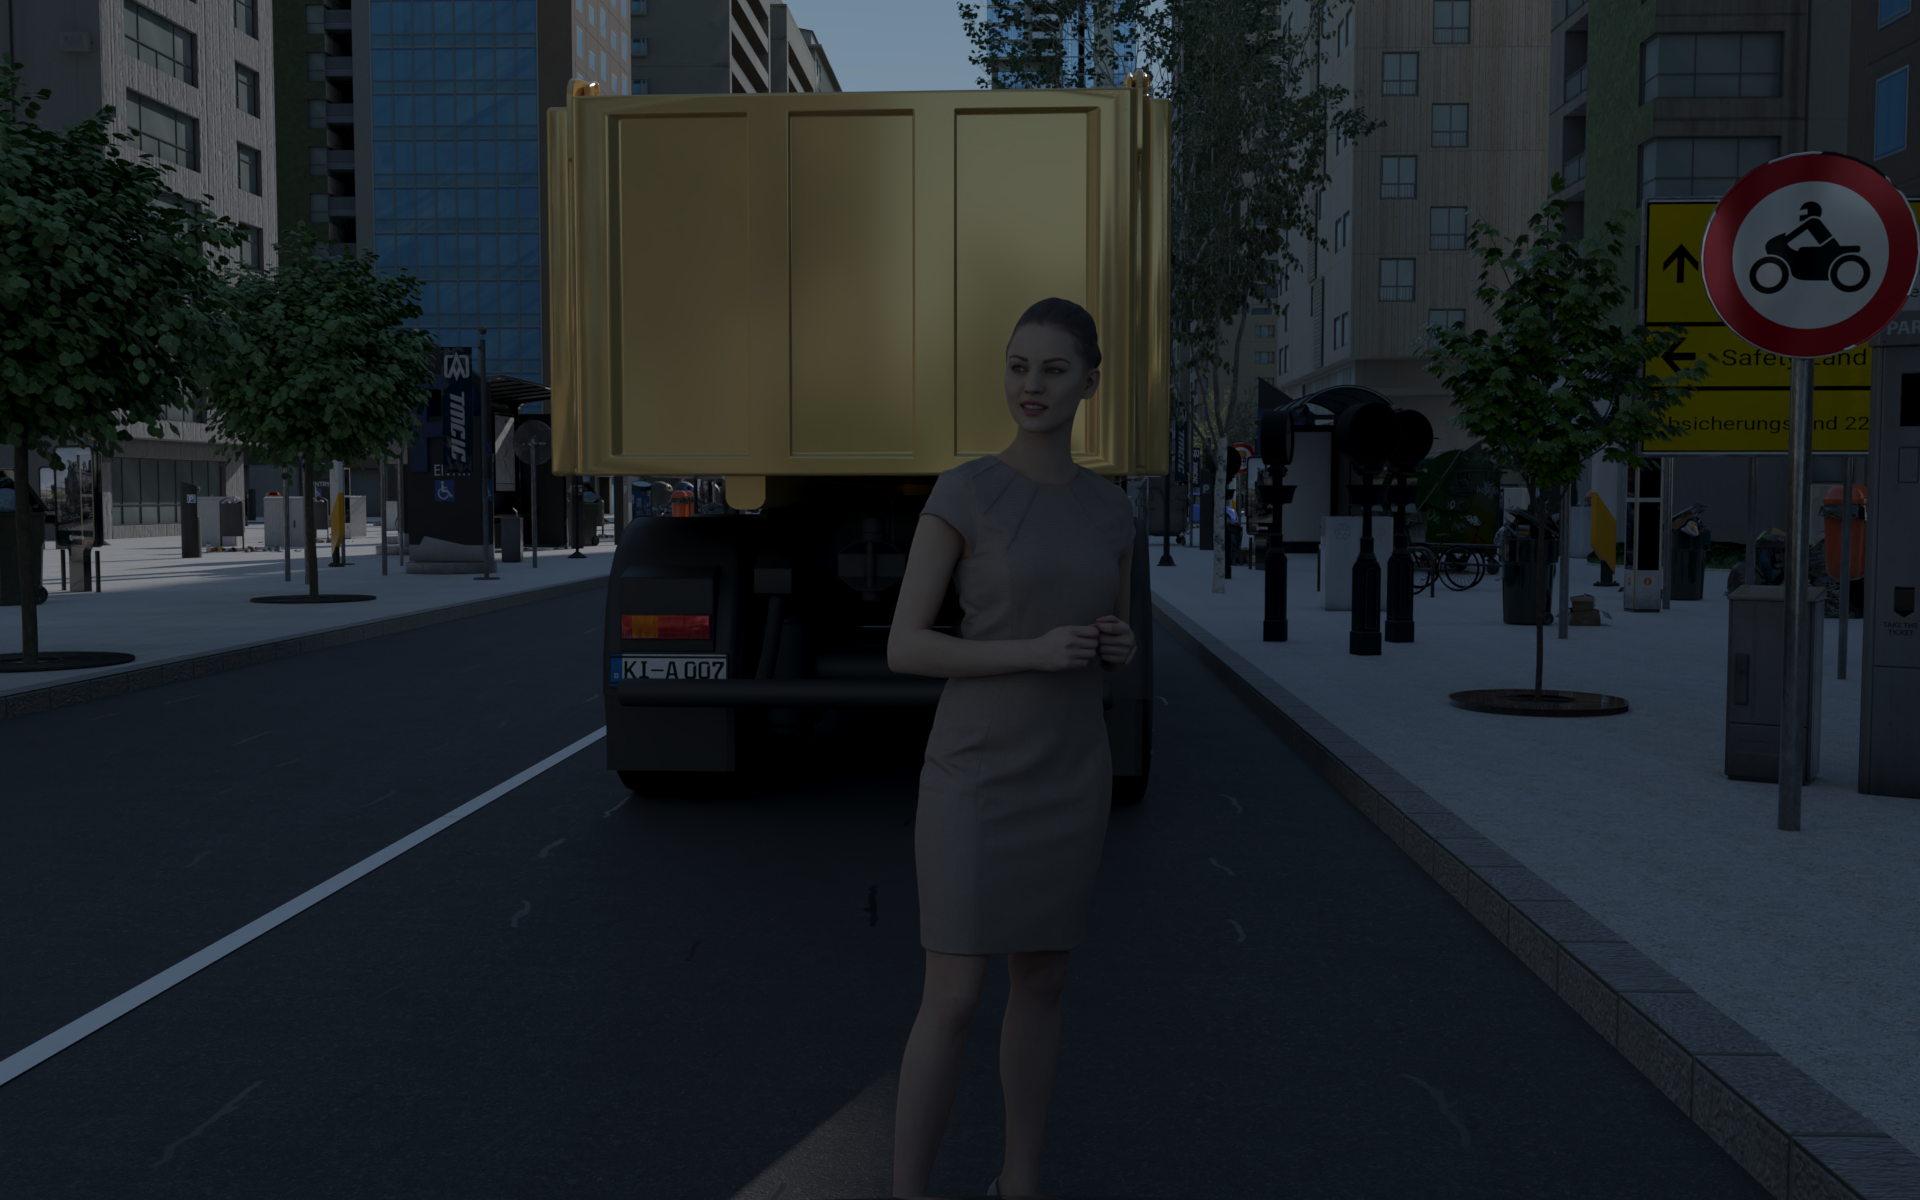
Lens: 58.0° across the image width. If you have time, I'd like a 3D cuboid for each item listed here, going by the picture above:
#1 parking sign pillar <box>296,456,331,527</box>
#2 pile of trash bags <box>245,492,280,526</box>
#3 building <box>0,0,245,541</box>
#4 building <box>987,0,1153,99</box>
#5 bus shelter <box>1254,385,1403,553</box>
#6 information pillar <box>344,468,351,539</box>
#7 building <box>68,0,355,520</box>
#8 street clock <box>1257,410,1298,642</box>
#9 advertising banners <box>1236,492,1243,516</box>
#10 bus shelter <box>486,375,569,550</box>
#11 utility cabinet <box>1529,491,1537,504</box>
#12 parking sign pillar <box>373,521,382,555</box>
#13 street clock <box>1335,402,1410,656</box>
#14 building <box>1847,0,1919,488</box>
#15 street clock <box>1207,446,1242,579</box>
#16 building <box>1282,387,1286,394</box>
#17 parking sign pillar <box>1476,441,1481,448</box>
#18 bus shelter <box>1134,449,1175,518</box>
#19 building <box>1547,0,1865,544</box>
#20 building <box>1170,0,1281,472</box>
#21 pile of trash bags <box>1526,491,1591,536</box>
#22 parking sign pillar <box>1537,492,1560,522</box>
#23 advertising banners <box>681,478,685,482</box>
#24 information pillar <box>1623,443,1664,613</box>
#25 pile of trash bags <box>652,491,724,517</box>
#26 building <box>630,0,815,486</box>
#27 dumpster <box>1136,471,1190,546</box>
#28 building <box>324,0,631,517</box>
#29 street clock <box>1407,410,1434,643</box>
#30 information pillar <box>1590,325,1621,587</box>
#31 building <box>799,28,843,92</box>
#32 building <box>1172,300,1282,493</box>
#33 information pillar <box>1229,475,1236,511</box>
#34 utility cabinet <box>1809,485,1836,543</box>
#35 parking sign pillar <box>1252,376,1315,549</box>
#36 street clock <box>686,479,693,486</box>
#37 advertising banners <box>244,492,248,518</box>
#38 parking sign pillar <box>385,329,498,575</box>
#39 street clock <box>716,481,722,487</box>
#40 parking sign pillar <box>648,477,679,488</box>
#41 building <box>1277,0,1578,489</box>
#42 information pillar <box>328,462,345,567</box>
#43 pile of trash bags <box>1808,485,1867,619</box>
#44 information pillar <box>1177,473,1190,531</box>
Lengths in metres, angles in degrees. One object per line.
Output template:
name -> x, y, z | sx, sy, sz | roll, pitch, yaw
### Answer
parking sign pillar -> -25.199, -4.843, 67.660 | 1.447, 3.967, 1.447 | -2, 4, -33
pile of trash bags -> -29.096, -3.660, 69.593 | 3.447, 1.369, 1.912 | -2, 4, -27
building -> -29.854, -17.250, 53.740 | 14.107, 30.474, 14.160 | 0, 4, 2
building -> 15.801, -58.012, 261.170 | 31.000, 86.520, 22.319 | 0, 4, 2
bus shelter -> 7.280, -2.505, 34.876 | 2.014, 3.302, 5.546 | 0, 4, 2
information pillar -> -17.484, -2.726, 49.068 | 0.304, 2.012, 0.304 | 1, 4, 18
building -> -40.938, -20.172, 101.519 | 14.107, 30.474, 14.160 | 0, 4, 2
street clock -> 2.753, -0.642, 15.059 | 0.358, 2.002, 0.471 | 1, 4, 20
advertising banners -> 14.688, -6.117, 96.205 | 2.074, 3.025, 0.090 | 1, 4, 9
bus shelter -> -9.753, -2.812, 37.265 | 1.731, 3.624, 6.357 | 0, 4, 2
utility cabinet -> 23.011, -3.731, 69.686 | 0.318, 1.500, 1.173 | -2, 4, -26
parking sign pillar -> -11.714, -2.959, 36.849 | 1.447, 3.967, 1.447 | -2, 4, -24
street clock -> 3.239, -0.563, 13.776 | 0.471, 2.002, 0.358 | -1, 4, -16
building -> 24.301, -23.007, 26.269 | 14.600, 45.320, 14.200 | 0, 4, 2
street clock -> 3.988, -1.321, 26.172 | 0.471, 2.002, 0.358 | -1, 4, -17
building -> 32.148, -29.294, 129.064 | 14.600, 45.320, 14.200 | 0, 4, 2
parking sign pillar -> 25.211, -5.964, 85.976 | 1.447, 3.967, 1.447 | 1, 4, 23
bus shelter -> 7.478, -4.652, 69.988 | 2.014, 3.302, 5.546 | 0, 4, 2
building -> 24.291, -22.319, 48.510 | 14.154, 41.232, 14.086 | 0, 4, 2
building -> 33.734, -46.889, 204.894 | 20.563, 71.187, 20.611 | 0, 4, 2
pile of trash bags -> 14.001, -1.834, 39.746 | 1.912, 1.369, 3.447 | 3, 5, 42
parking sign pillar -> 23.112, -4.818, 67.242 | 1.447, 3.967, 1.447 | 0, 4, -1
advertising banners -> -13.738, -5.606, 87.844 | 0.090, 3.025, 2.074 | -2, 4, -32
information pillar -> 7.431, -0.876, 18.815 | 0.304, 2.012, 0.304 | 0, 3, 0
pile of trash bags -> -7.212, -2.208, 45.850 | 1.912, 1.369, 3.447 | 0, 4, -2
building -> -25.748, -33.218, 166.821 | 21.300, 48.544, 21.600 | 0, 4, 2
dumpster -> 5.120, -2.321, 43.710 | 1.264, 1.857, 1.865 | 0, 4, 2
building -> -27.543, -27.566, 100.809 | 14.600, 45.320, 14.200 | 0, 4, 2
street clock -> 3.812, -0.636, 14.964 | 0.471, 2.002, 0.358 | -1, 4, -14
information pillar -> 8.930, -1.993, 23.948 | 0.504, 3.616, 0.183 | -2, 4, -35
building -> -28.194, -37.569, 203.487 | 27.495, 52.752, 28.713 | 0, 4, 2
building -> 37.352, -20.562, 181.223 | 27.650, 21.520, 28.899 | 0, 4, 2
information pillar -> 14.186, -6.041, 90.130 | 0.183, 3.616, 0.504 | -2, 4, -29
utility cabinet -> 20.285, -1.943, 40.449 | 1.173, 1.500, 0.318 | -1, 4, -16
parking sign pillar -> 7.382, -3.115, 39.400 | 1.447, 3.967, 1.447 | 2, 4, 25
street clock -> -10.324, -3.822, 67.053 | 0.471, 2.002, 0.358 | 2, 4, 25
advertising banners -> -36.398, -5.554, 86.989 | 0.090, 3.025, 2.074 | 1, 4, 12
parking sign pillar -> -8.297, -2.428, 28.163 | 1.447, 3.967, 1.447 | 1, 4, 12
street clock -> -12.375, -5.165, 89.016 | 0.358, 2.002, 0.471 | -1, 4, -21
parking sign pillar -> -11.191, -4.703, 65.367 | 1.447, 3.967, 1.447 | 3, 4, 37
building -> 34.304, -31.514, 104.494 | 27.495, 52.752, 28.713 | 0, 4, 2
information pillar -> -10.954, -2.387, 30.388 | 0.183, 3.616, 0.504 | -3, 4, -37
pile of trash bags -> 9.541, -0.496, 17.859 | 1.912, 1.369, 3.447 | 3, 5, 40
information pillar -> 7.858, -3.455, 60.977 | 0.304, 2.012, 0.304 | -3, 4, -37
